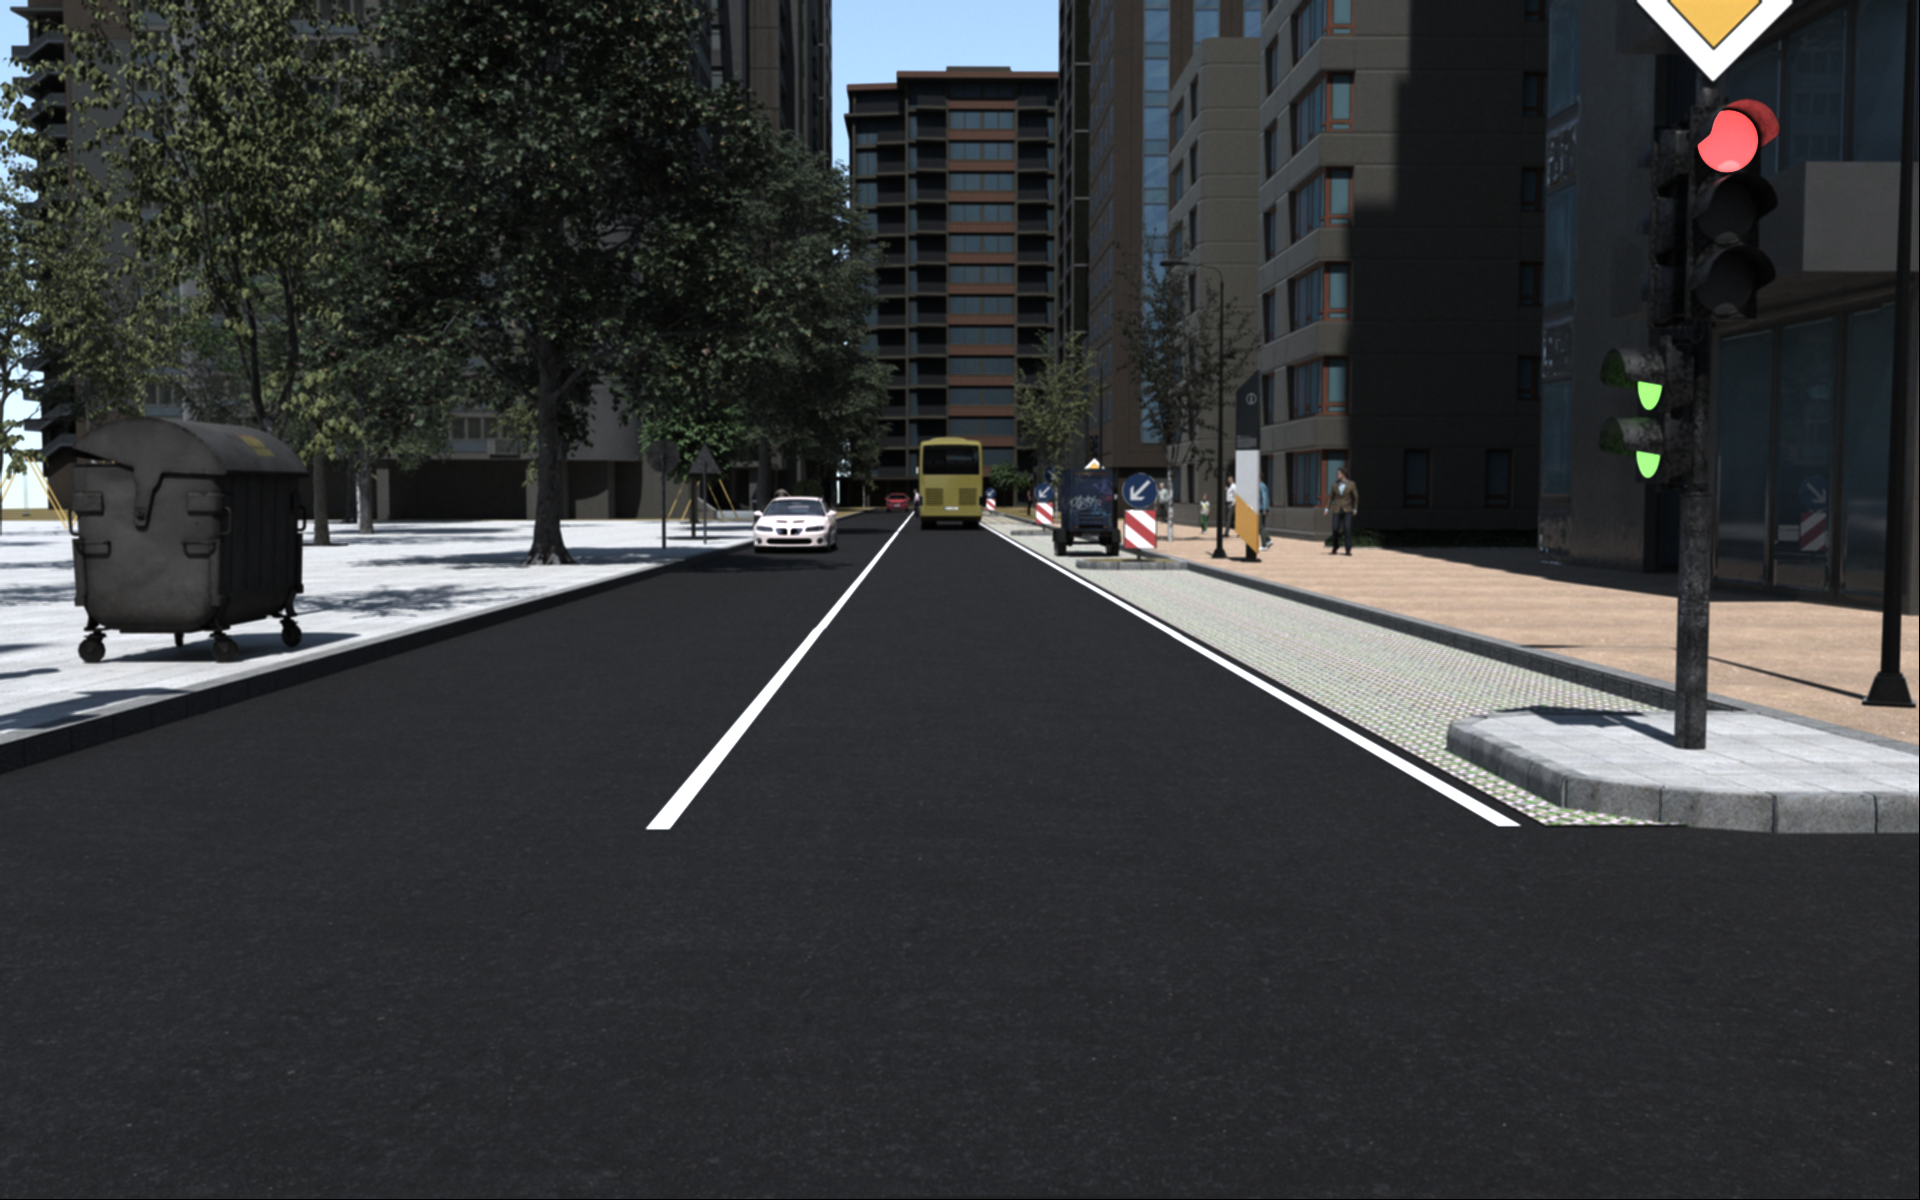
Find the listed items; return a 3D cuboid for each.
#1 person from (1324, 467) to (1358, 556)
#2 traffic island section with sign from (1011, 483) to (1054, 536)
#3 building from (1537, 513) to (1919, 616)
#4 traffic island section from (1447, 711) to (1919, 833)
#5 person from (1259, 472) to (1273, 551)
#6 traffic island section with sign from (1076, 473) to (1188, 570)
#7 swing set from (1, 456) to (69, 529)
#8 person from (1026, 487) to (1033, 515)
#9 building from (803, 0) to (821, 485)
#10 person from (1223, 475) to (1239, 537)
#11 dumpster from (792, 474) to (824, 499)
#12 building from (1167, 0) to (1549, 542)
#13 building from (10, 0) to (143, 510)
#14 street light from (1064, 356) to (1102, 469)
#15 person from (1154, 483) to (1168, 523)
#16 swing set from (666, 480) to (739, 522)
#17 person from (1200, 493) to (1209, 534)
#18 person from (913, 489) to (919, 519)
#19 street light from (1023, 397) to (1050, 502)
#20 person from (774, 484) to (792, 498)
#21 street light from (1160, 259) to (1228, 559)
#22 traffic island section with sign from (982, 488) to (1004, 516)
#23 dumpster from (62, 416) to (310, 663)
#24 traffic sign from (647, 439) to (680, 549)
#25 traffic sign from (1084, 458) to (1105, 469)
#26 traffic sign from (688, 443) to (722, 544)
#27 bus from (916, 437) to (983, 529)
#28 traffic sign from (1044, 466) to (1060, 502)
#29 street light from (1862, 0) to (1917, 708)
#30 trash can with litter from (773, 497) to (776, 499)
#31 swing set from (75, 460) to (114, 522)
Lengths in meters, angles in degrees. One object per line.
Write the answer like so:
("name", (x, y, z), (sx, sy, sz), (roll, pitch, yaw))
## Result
("person", (7.986, -1.857, 36.315), (0.656, 1.842, 0.836), (0, 4, -5))
("traffic island section with sign", (2.777, -3.161, 60.308), (1.989, 1.847, 2.006), (0, 4, -1))
("building", (23.859, -24.592, 21.683), (30.456, 49.044, 23.786), (0, 4, -1))
("traffic island section", (3.713, 0.827, 8.760), (2.009, 0.180, 2.903), (0, 4, -1))
("person", (6.870, -2.008, 39.214), (0.444, 1.785, 0.601), (2, 4, 26))
("traffic island section with sign", (3.263, -1.512, 33.357), (1.989, 1.847, 2.006), (0, 4, -1))
("swing set", (-34.601, -4.067, 64.121), (2.862, 2.851, 3.119), (-2, 4, -24))
("person", (4.229, -5.937, 103.800), (0.721, 1.739, 1.217), (1, 4, 9))
("building", (-22.949, -31.897, 145.210), (21.600, 48.544, 21.300), (0, 4, -1))
("person", (8.042, -2.762, 51.309), (0.850, 1.850, 0.679), (-1, 4, -17))
("dumpster", (-7.345, -4.936, 83.200), (1.502, 2.255, 1.985), (0, 4, -1))
("building", (23.113, -13.188, 60.659), (27.650, 21.520, 28.899), (0, 4, -1))
("building", (-69.749, -30.452, 148.006), (14.200, 45.320, 14.600), (0, 4, -1))
("street light", (4.222, -5.261, 58.556), (1.470, 5.913, 1.316), (0, 4, -1))
("person", (8.848, -4.247, 75.964), (0.782, 1.767, 0.515), (3, 5, 39))
("swing set", (-12.213, -5.167, 82.095), (2.862, 2.851, 3.119), (0, 4, 5))
("person", (7.882, -2.783, 55.791), (0.306, 1.304, 0.590), (1, 4, 8))
("person", (-2.513, -5.433, 98.265), (0.436, 1.711, 0.756), (1, 4, 13))
("street light", (3.716, -6.734, 82.643), (1.470, 5.913, 1.316), (0, 4, -1))
("person", (-9.368, -5.203, 91.110), (1.348, 1.824, 0.705), (1, 4, 13))
("street light", (4.651, -3.788, 34.468), (1.470, 5.913, 1.316), (0, 4, -1))
("traffic island section with sign", (1.835, -6.271, 111.165), (1.989, 1.847, 2.006), (0, 4, -1))
("dumpster", (-6.117, -0.492, 13.810), (1.264, 1.857, 1.865), (0, 4, -1))
("traffic sign", (-6.911, -2.463, 40.368), (0.768, 2.556, 0.104), (0, 3, 0))
("traffic sign", (4.904, -3.867, 62.954), (0.795, 2.593, 0.064), (0, 4, 7))
("traffic sign", (-6.530, -2.710, 44.306), (0.884, 2.594, 0.081), (0, 4, 8))
("bus", (-0.480, -5.057, 74.230), (2.896, 3.916, 12.252), (0, 4, -1))
("traffic sign", (4.253, -4.881, 79.916), (0.768, 2.556, 0.104), (0, 4, 6))
("street light", (5.127, -2.314, 10.381), (1.470, 5.913, 1.316), (0, 4, -1))
("trash can with litter", (-7.114, -3.305, 65.420), (0.624, 1.170, 1.055), (0, 4, -2))
("swing set", (-34.923, -4.540, 71.844), (2.862, 2.851, 3.119), (-1, 4, -13))
